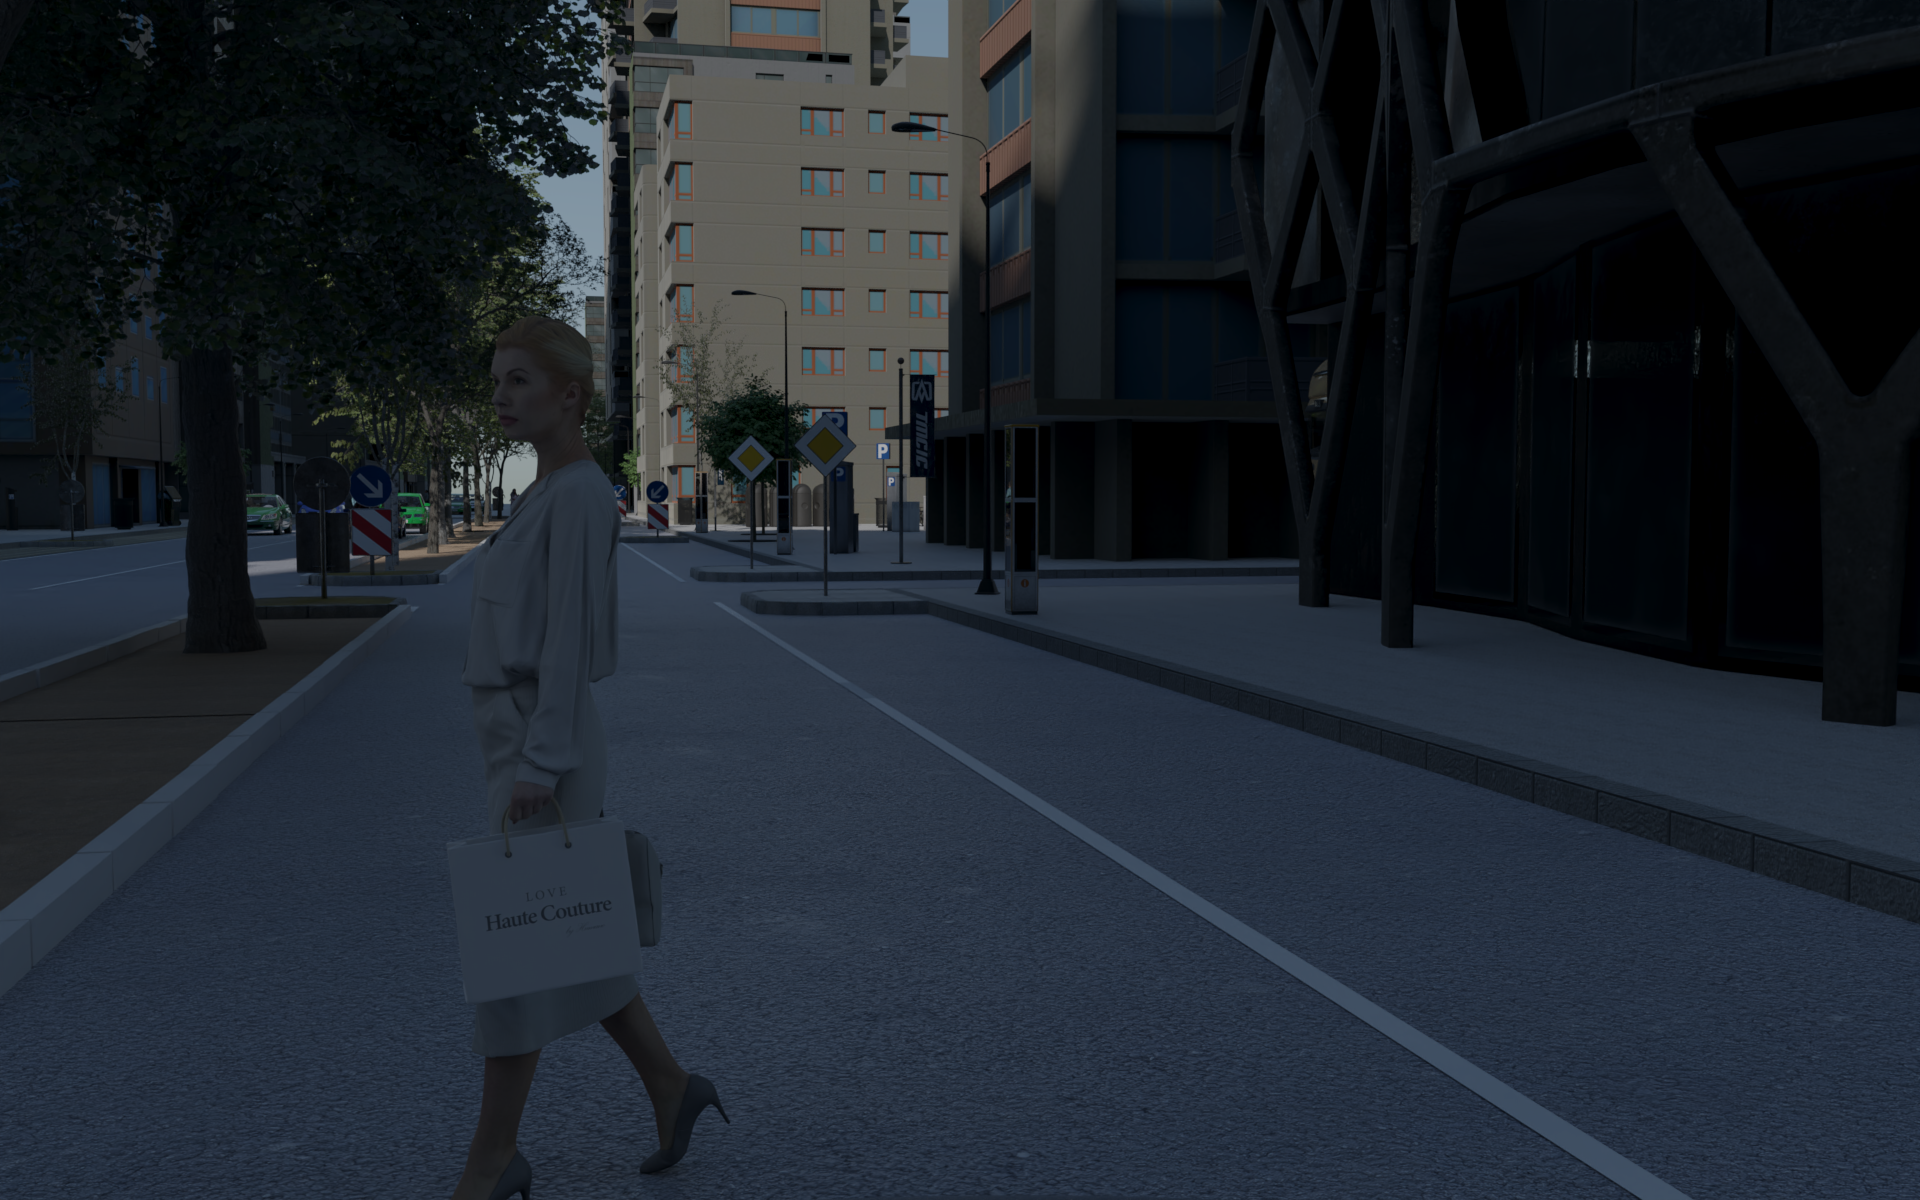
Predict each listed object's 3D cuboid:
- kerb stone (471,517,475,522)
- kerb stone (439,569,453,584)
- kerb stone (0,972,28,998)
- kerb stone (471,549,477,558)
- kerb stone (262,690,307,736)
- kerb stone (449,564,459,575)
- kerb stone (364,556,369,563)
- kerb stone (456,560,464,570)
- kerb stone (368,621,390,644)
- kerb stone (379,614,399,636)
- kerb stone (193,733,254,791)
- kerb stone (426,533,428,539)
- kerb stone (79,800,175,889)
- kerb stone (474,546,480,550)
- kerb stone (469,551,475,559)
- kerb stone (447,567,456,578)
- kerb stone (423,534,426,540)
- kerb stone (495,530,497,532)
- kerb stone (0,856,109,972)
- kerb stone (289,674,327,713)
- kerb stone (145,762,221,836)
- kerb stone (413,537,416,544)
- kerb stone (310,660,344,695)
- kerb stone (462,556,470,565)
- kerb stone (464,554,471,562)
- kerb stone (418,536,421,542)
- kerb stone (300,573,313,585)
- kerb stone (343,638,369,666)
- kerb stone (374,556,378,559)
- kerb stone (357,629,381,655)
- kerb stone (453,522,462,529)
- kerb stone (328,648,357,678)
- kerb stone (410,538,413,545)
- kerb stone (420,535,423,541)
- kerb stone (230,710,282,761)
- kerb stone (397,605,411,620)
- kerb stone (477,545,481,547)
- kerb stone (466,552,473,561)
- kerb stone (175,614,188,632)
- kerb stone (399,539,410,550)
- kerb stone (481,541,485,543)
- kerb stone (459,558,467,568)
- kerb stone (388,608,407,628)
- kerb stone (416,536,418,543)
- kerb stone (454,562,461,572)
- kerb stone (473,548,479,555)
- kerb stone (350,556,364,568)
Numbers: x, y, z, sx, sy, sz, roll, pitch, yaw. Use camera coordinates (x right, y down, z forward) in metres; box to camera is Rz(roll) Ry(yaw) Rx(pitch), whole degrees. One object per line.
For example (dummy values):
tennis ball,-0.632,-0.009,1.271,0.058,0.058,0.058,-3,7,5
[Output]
kerb stone,-26.458,-4.420,94.470,0.120,0.150,1.000,-1,4,-13
kerb stone,-8.372,-0.361,28.150,0.120,0.150,1.000,-1,4,-13
kerb stone,-2.743,1.069,4.721,0.120,0.150,1.000,-1,4,-13
kerb stone,-10.765,-0.973,38.111,0.120,0.150,1.000,-1,4,-13
kerb stone,-4.185,0.704,10.701,0.120,0.150,1.000,-1,4,-13
kerb stone,-8.852,-0.486,30.139,0.120,0.150,1.000,-1,4,-13
kerb stone,-12.332,-0.823,35.651,0.120,0.150,1.000,-1,4,-13
kerb stone,-9.328,-0.605,32.130,0.120,0.150,1.000,-1,4,-13
kerb stone,-5.622,0.337,16.681,0.120,0.150,1.000,-1,4,-13
kerb stone,-5.857,0.276,17.676,0.120,0.150,1.000,-1,4,-13
kerb stone,-3.708,0.827,8.706,0.120,0.150,1.000,-1,4,-13
kerb stone,-16.643,-1.920,53.594,0.120,0.150,1.000,-1,4,-13
kerb stone,-3.226,0.949,6.714,0.120,0.150,1.000,-1,4,-13
kerb stone,-11.244,-1.095,40.098,0.120,0.150,1.000,-1,4,-13
kerb stone,-10.527,-0.912,37.114,0.120,0.150,1.000,-1,4,-13
kerb stone,-8.614,-0.425,29.143,0.120,0.150,1.000,-1,4,-13
kerb stone,-16.402,-1.860,52.601,0.120,0.150,1.000,-1,4,-13
kerb stone,-16.757,-2.498,63.039,0.120,0.150,1.000,-1,4,-13
kerb stone,-2.986,1.012,5.720,0.120,0.150,1.000,-1,4,-13
kerb stone,-4.418,0.642,11.699,0.120,0.150,1.000,-1,4,-13
kerb stone,-3.461,0.887,7.713,0.120,0.150,1.000,-1,4,-13
kerb stone,-15.441,-1.615,48.605,0.120,0.150,1.000,-1,4,-13
kerb stone,-4.657,0.581,12.693,0.120,0.150,1.000,-1,4,-13
kerb stone,-9.796,-0.724,34.121,0.120,0.150,1.000,-1,4,-13
kerb stone,-10.047,-0.787,35.125,0.120,0.150,1.000,-1,4,-13
kerb stone,-15.917,-1.738,50.605,0.120,0.150,1.000,-1,4,-13
kerb stone,-10.421,-0.336,27.691,0.120,0.150,1.000,-1,4,-13
kerb stone,-5.143,0.459,14.684,0.120,0.150,1.000,-1,4,-13
kerb stone,-12.815,-0.946,37.658,0.120,0.150,1.000,-1,4,-13
kerb stone,-5.381,0.399,15.688,0.120,0.150,1.000,-1,4,-13
kerb stone,-21.910,-3.258,75.532,0.120,0.150,1.000,-1,4,-13
kerb stone,-4.907,0.523,13.690,0.120,0.150,1.000,-1,4,-13
kerb stone,-15.209,-1.554,47.610,0.120,0.150,1.000,-1,4,-13
kerb stone,-16.166,-1.797,51.604,0.120,0.150,1.000,-1,4,-13
kerb stone,-3.950,0.765,9.703,0.120,0.150,1.000,-1,4,-13
kerb stone,-6.336,0.160,19.669,0.120,0.150,1.000,-1,4,-13
kerb stone,-11.485,-1.156,41.092,0.120,0.150,1.000,-1,4,-13
kerb stone,-10.289,-0.852,36.118,0.120,0.150,1.000,-1,4,-13
kerb stone,-8.139,0.246,18.178,0.120,0.150,1.000,-1,4,-13
kerb stone,-14.969,-1.491,46.616,0.120,0.150,1.000,-1,4,-13
kerb stone,-12.195,-1.339,44.092,0.120,0.150,1.000,-1,4,-13
kerb stone,-9.564,-0.668,33.124,0.120,0.150,1.000,-1,4,-13
kerb stone,-6.097,0.217,18.674,0.120,0.150,1.000,-1,4,-13
kerb stone,-15.687,-1.676,49.597,0.120,0.150,1.000,-1,4,-13
kerb stone,-9.096,-0.547,31.132,0.120,0.150,1.000,-1,4,-13
kerb stone,-10.998,-1.034,39.106,0.120,0.150,1.000,-1,4,-13
kerb stone,-12.097,-0.759,34.653,0.120,0.150,1.000,-1,4,-13
